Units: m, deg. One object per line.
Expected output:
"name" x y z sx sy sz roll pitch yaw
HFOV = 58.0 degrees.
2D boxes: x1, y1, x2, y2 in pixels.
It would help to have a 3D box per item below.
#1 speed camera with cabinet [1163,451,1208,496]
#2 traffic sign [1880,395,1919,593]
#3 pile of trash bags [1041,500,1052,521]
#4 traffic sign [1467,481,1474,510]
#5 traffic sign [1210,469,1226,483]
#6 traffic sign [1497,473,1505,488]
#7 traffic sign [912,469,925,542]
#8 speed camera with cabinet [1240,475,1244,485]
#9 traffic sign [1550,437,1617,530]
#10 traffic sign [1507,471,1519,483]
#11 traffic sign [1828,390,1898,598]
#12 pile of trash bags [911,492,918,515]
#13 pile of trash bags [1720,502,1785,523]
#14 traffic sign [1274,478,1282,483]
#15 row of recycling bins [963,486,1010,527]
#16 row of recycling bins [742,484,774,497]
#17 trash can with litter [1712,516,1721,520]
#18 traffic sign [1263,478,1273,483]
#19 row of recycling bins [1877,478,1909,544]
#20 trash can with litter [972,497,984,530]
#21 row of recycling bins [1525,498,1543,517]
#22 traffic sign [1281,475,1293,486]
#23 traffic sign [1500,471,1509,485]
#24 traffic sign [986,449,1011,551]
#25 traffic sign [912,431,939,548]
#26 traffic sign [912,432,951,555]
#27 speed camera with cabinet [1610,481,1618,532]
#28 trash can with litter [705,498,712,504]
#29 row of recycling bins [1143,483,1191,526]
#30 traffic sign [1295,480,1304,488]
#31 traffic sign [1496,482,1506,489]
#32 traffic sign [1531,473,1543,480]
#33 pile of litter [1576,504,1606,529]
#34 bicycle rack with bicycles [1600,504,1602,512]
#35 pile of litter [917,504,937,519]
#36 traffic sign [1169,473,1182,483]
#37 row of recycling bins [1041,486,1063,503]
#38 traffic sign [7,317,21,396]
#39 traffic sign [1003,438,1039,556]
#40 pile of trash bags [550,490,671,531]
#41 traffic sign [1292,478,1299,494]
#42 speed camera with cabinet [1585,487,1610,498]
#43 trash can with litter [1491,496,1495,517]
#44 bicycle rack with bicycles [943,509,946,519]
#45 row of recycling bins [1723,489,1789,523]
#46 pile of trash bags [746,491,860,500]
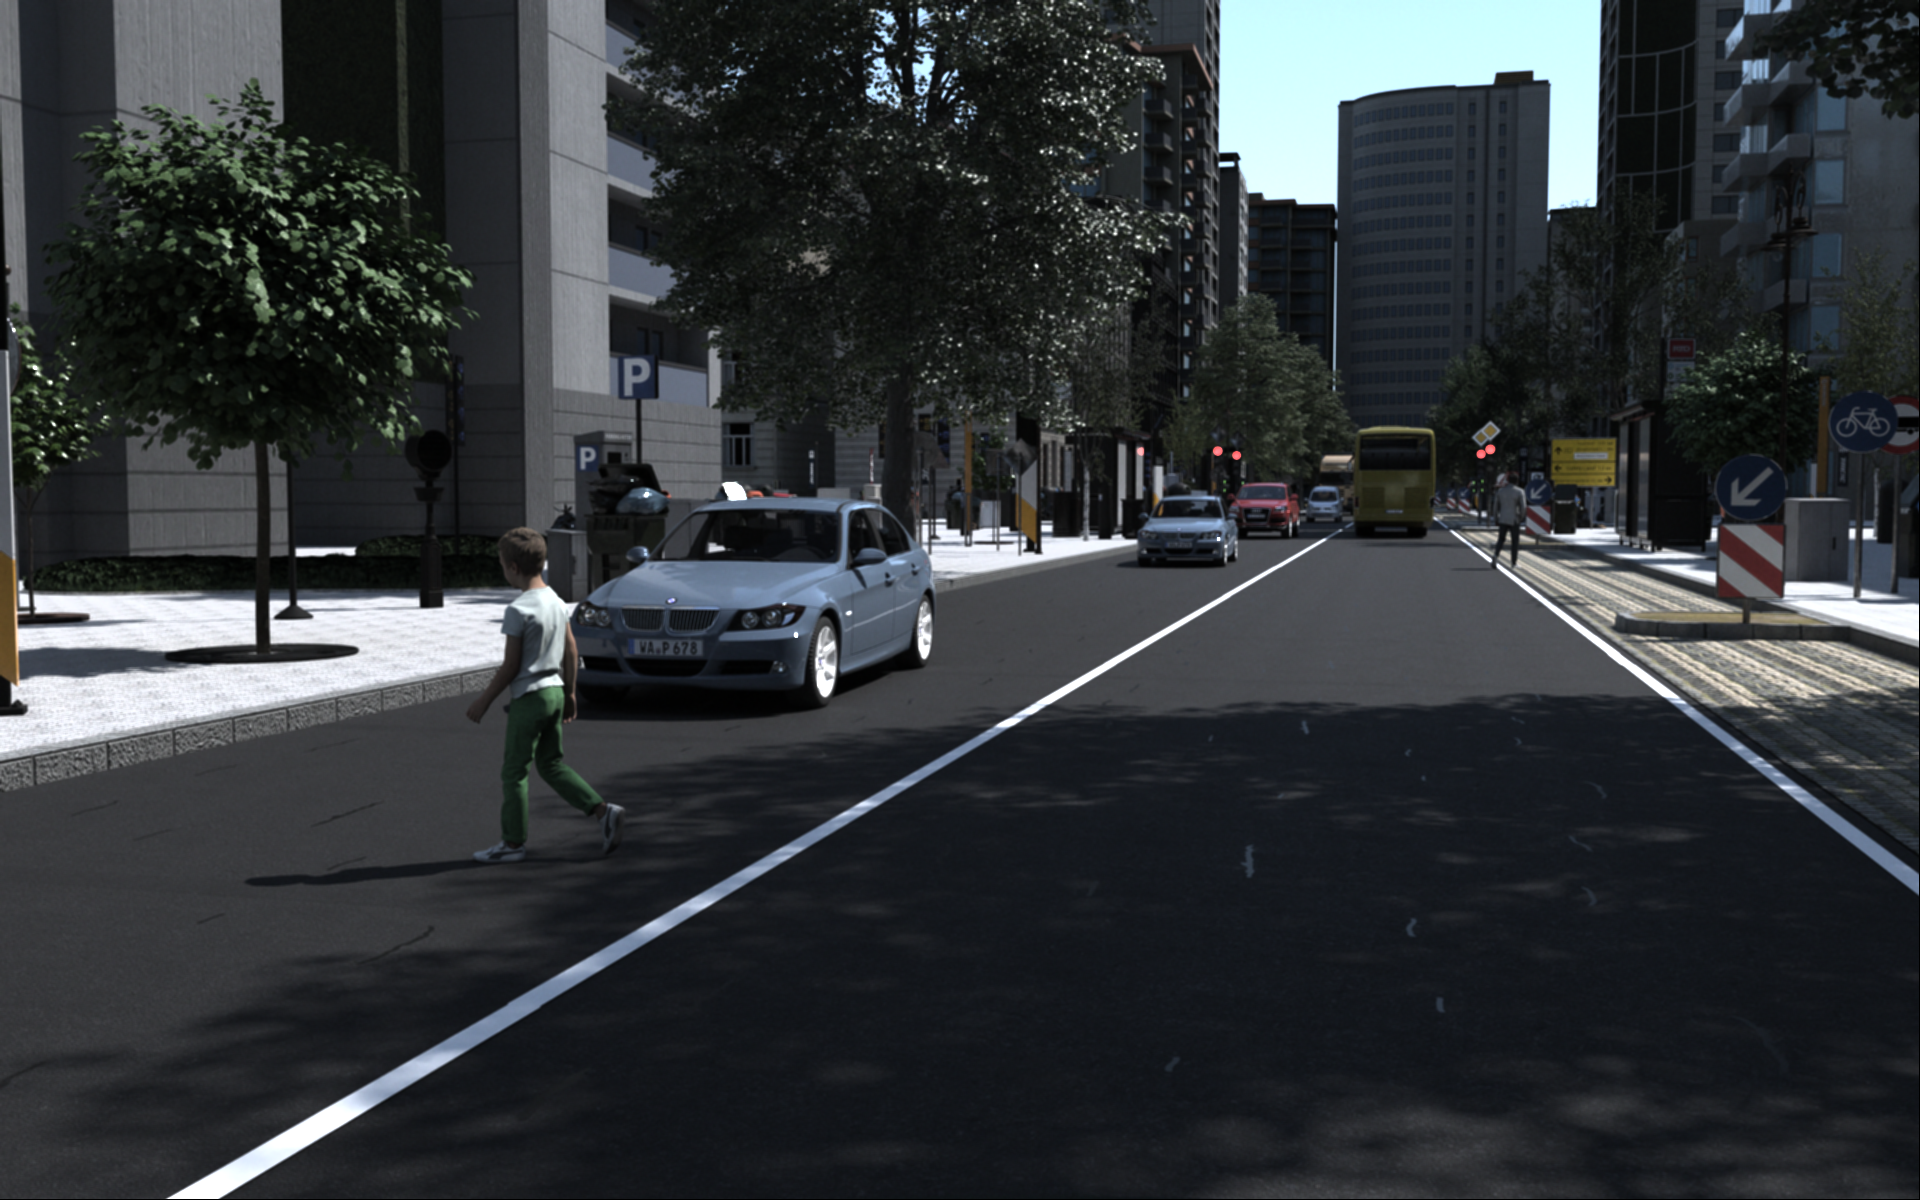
"speed camera with cabinet" 10.472 -5.280 80.662 2.038 3.252 0.660 0 4 -7
"traffic sign" 12.097 -1.360 22.344 0.768 2.556 0.104 1 4 17
"pile of trash bags" 2.907 -4.410 81.852 3.447 1.369 1.912 -2 4 -28
"traffic sign" 40.823 -8.437 137.949 0.884 2.594 0.081 1 4 15
"traffic sign" 11.963 -4.907 80.337 0.768 2.556 0.104 1 4 21
"traffic sign" 33.367 -6.505 106.463 0.768 2.556 0.104 1 4 23
"traffic sign" -1.050 -2.487 40.769 0.768 2.556 0.104 1 4 16
"speed camera with cabinet" 18.724 -7.327 114.125 2.038 3.252 0.660 -3 5 -43
"traffic sign" 22.509 -4.202 62.583 2.265 3.308 0.079 1 4 21
"traffic sign" 30.473 -5.825 95.339 0.768 2.556 0.104 1 4 22
"traffic sign" 11.121 -1.302 21.392 0.768 2.556 0.104 1 4 21
"pile of trash bags" -2.940 -3.661 69.612 3.447 1.369 1.912 3 4 36
"pile of trash bags" 28.500 -3.127 60.882 3.447 1.369 1.912 1 4 13
"traffic sign" 25.340 -8.414 137.671 0.768 2.556 0.104 2 4 23
"row of recycling bins" 1.115 -3.762 68.622 1.069 1.692 3.534 -2 4 -31
"row of recycling bins" -9.396 -3.950 71.703 3.534 1.692 1.069 1 4 12
"trash can with litter" 37.684 -4.649 87.066 1.678 1.210 2.233 2 4 27
"traffic sign" 24.786 -8.524 139.474 0.768 2.556 0.104 1 4 16
"row of recycling bins" 25.126 -2.255 43.984 1.069 1.692 3.534 -3 4 -36
"trash can with litter" 0.505 -3.064 61.486 0.624 1.170 1.055 0 4 6
"row of recycling bins" 28.296 -4.792 85.468 1.069 1.692 3.534 -1 4 -11
"traffic sign" 21.292 -6.890 112.762 0.768 2.556 0.104 1 4 16
"traffic sign" 30.539 -5.907 96.588 0.884 2.594 0.081 1 4 17
"traffic sign" 0.864 -2.266 39.174 0.606 2.300 0.079 1 4 18
"traffic sign" -0.809 -2.141 35.116 0.768 2.556 0.104 1 4 18
"traffic sign" -0.634 -2.232 36.497 0.884 2.594 0.081 1 4 15
"speed camera with cabinet" 22.396 -3.847 57.234 0.660 3.252 2.038 0 4 -6
"trash can with litter" -6.230 -2.084 45.456 1.055 1.170 0.624 0 4 6
"row of recycling bins" 6.649 -3.347 61.841 3.534 1.692 1.069 -2 4 -27
"traffic sign" 27.291 -8.454 139.410 0.795 2.450 0.064 1 4 18
"traffic sign" 39.252 -7.704 125.968 0.884 2.594 0.081 1 4 17
"traffic sign" 27.501 -4.921 82.584 0.606 2.300 0.079 1 4 21
"pile of litter" 23.566 -3.120 64.976 1.176 0.858 1.719 0 4 6
"bicycle rack with bicycles" 33.442 -4.682 89.939 2.925 0.926 2.852 1 4 16
"pile of litter" -1.948 -4.513 87.750 1.719 0.858 1.176 2 4 33
"traffic sign" 10.256 -4.921 82.581 0.606 2.300 0.079 1 4 22
"row of recycling bins" 4.832 -4.998 88.823 1.069 1.692 3.534 1 4 21
"traffic sign" -6.433 -0.684 11.286 0.768 2.556 0.104 1 4 17
"traffic sign" 1.243 -2.122 35.882 0.795 2.450 0.064 2 4 23
"pile of trash bags" -7.767 -1.825 39.598 1.912 1.369 3.447 2 4 28
"traffic sign" 27.387 -8.614 140.940 0.768 2.556 0.104 1 4 22
"speed camera with cabinet" 36.456 -6.483 100.338 2.038 3.252 0.660 0 4 -3
"trash can with litter" 30.548 -5.365 99.102 0.624 1.170 1.055 1 4 20
"bicycle rack with bicycles" 0.805 -4.485 86.712 2.852 0.926 2.925 -2 4 -27
"row of recycling bins" 34.427 -4.148 74.938 1.069 1.692 3.534 -1 4 -15
"pile of trash bags" -4.956 -2.656 53.176 3.447 1.369 1.912 -2 4 -25
